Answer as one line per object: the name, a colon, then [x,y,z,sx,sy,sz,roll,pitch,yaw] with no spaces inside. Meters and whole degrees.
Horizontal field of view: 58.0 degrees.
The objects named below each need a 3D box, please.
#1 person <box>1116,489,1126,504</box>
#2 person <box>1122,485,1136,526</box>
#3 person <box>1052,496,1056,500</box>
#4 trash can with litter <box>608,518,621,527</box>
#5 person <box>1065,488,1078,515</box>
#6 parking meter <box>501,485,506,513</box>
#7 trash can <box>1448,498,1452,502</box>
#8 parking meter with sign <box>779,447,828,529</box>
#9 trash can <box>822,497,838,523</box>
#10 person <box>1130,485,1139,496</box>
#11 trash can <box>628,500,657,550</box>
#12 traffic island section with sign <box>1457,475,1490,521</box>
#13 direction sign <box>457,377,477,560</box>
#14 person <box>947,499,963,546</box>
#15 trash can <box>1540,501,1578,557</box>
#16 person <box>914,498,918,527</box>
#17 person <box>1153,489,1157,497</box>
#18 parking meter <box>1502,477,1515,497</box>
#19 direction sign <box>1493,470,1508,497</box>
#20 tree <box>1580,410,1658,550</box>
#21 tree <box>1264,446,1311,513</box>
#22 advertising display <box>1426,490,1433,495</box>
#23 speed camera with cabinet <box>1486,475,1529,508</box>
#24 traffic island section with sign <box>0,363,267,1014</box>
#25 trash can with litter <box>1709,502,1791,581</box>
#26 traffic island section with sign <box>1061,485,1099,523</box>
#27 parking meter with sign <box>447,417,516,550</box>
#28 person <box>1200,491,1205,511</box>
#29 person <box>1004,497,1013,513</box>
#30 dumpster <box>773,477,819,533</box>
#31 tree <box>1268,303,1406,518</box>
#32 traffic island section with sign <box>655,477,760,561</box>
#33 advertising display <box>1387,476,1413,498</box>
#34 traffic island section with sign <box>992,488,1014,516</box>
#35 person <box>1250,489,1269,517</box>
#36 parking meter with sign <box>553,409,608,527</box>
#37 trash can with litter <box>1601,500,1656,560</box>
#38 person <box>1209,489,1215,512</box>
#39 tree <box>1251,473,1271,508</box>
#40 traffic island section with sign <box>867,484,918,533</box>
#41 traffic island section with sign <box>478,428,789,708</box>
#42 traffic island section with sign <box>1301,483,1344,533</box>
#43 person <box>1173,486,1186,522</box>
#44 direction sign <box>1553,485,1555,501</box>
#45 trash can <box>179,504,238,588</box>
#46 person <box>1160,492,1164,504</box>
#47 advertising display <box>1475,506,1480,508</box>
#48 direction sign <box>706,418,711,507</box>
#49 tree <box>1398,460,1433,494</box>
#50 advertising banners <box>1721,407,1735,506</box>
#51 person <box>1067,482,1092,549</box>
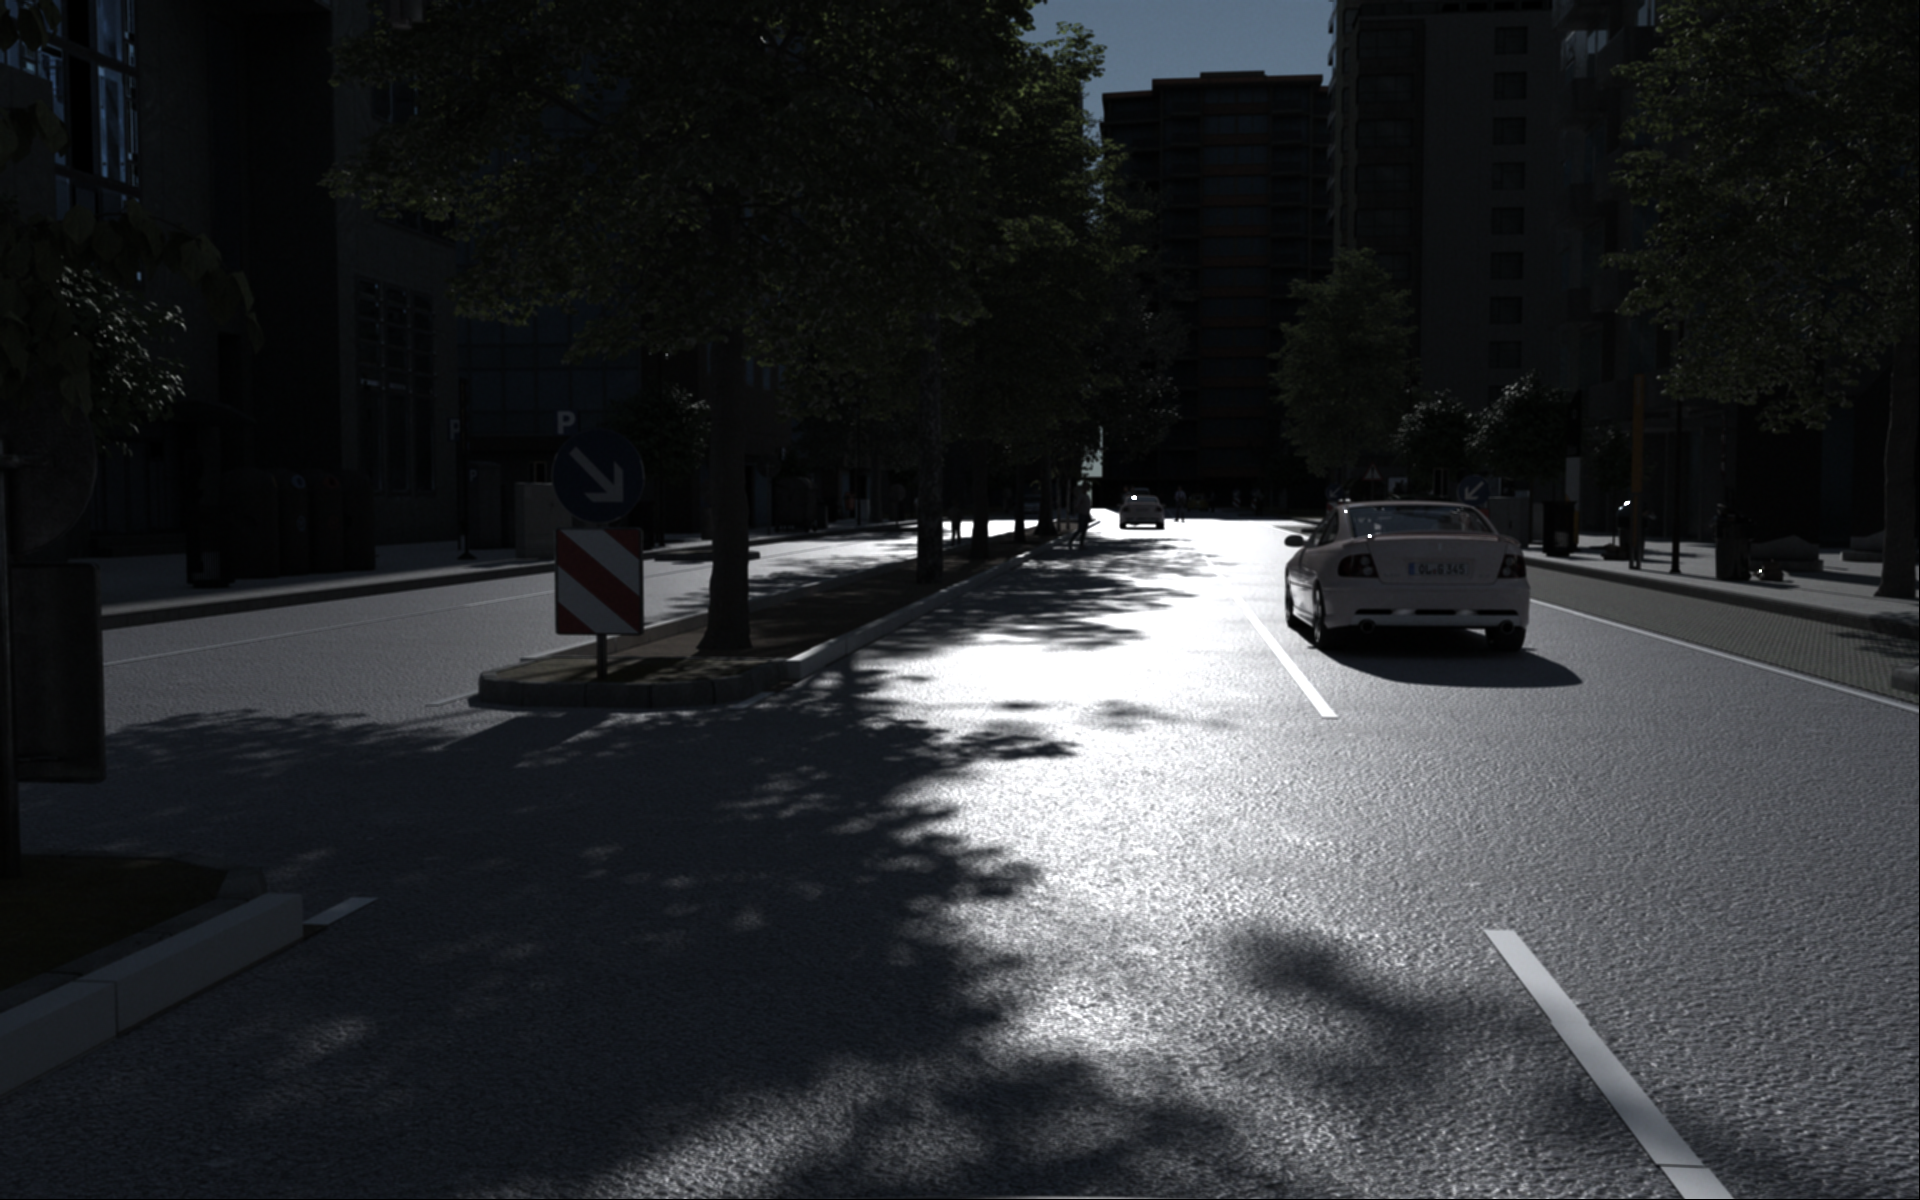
person: [12.735,-7.728,134.849,1.348,1.824,0.705,3,5,43]
person: [7.362,-4.134,76.192,0.778,1.811,0.616,0,4,0]
person: [8.210,-9.096,157.935,1.217,1.735,0.721,3,4,38]
trash can with litter: [-7.946,-1.656,38.463,0.624,1.170,1.055,-2,4,-33]
person: [7.698,-6.769,119.187,1.348,1.822,0.705,-3,5,-39]
parking meter: [-12.813,-2.432,48.181,0.372,1.533,0.369,0,3,0]
trash can: [17.656,-3.171,63.493,0.748,1.137,0.748,0,3,0]
parking meter with sign: [-5.779,-4.156,64.210,1.738,3.016,0.543,1,4,11]
trash can: [-5.865,-4.068,78.172,0.748,1.137,0.748,0,3,0]
person: [8.310,-4.528,82.334,0.655,1.846,0.447,-1,4,-21]
trash can: [-7.311,-1.717,39.719,0.748,1.137,0.748,0,3,0]
traffic island section with sign: [10.520,-1.693,36.312,1.989,1.847,2.006,0,4,6]
direction sign: [-9.690,-2.565,33.930,0.379,3.537,0.876,0,4,-6]
person: [-0.130,-2.115,47.345,0.475,1.303,0.640,1,4,10]
trash can: [12.349,-1.473,35.739,0.748,1.137,0.748,0,3,0]
person: [-1.748,-3.977,76.126,0.523,1.515,0.503,2,4,28]
person: [14.890,-7.583,132.508,0.705,1.821,1.348,1,4,22]
parking meter: [19.017,-3.326,60.097,0.255,1.863,0.399,-3,4,-38]
direction sign: [24.894,-5.358,79.604,0.876,3.537,0.379,-1,4,-15]
tree: [15.233,-2.789,40.208,1.663,3.219,1.824,0,3,0]
tree: [22.245,-8.175,117.374,4.285,4.588,4.351,0,3,0]
advertising display: [22.598,-4.768,83.164,0.123,1.923,0.974,0,4,-6]
speed camera with cabinet: [26.584,-5.483,83.983,2.038,3.252,0.660,2,4,34]
traffic island section with sign: [-3.255,0.180,5.196,2.006,1.907,1.989,0,4,6]
trash can with litter: [11.785,-0.884,25.846,1.055,1.170,0.624,1,4,10]
traffic island section with sign: [5.992,-4.837,87.224,2.006,1.907,1.989,0,4,6]
parking meter with sign: [-11.010,-2.686,40.176,0.543,3.016,1.738,2,4,31]
person: [20.482,-8.373,146.312,0.530,1.710,0.541,1,4,17]
person: [3.303,-6.669,118.228,0.721,1.739,1.217,2,4,31]
dumpster: [-5.522,-3.206,58.183,1.264,1.857,1.865,0,4,6]
tree: [20.133,-10.214,92.762,9.928,11.665,9.643,0,3,0]
traffic island section with sign: [-5.470,-1.797,38.003,1.989,1.847,2.006,0,4,6]
advertising display: [15.786,-3.485,62.196,0.974,1.923,0.123,3,5,43]
traffic island section with sign: [3.169,-6.486,114.676,1.989,1.847,2.006,0,4,6]
person: [19.098,-6.197,110.557,1.217,1.736,0.721,1,4,9]
parking meter with sign: [-7.931,-2.460,36.490,0.543,3.016,1.738,1,4,11]
trash can with litter: [13.028,-1.371,33.797,1.055,1.170,0.624,-3,4,-37]
person: [19.727,-7.765,135.440,0.705,1.826,1.348,1,4,17]
tree: [27.552,-10.102,159.775,1.663,3.219,1.824,0,3,0]
traffic island section with sign: [-2.381,-3.470,65.357,1.989,1.847,2.006,0,4,6]
traffic island section with sign: [-2.415,-0.270,12.555,2.006,1.907,1.989,0,4,6]
traffic island section with sign: [13.607,-3.372,63.759,1.989,1.847,2.006,0,4,6]
person: [11.351,-4.984,89.853,0.709,1.838,0.599,2,4,30]
direction sign: [25.706,-5.072,74.927,0.876,3.537,0.379,3,4,37]
trash can: [-10.276,-0.739,23.731,0.748,1.137,0.748,0,3,0]
person: [19.037,-9.374,163.242,0.415,1.643,0.593,1,4,22]
advertising display: [18.619,-3.501,62.452,0.123,1.923,0.974,1,4,8]
direction sign: [-7.434,-3.639,51.496,0.379,3.537,0.876,-1,4,-18]
tree: [18.096,-4.518,68.476,1.663,3.219,1.824,0,3,0]
advertising banners: [15.807,-2.410,35.595,0.090,3.025,2.074,2,4,33]
person: [3.051,-2.176,44.754,0.598,1.740,0.731,1,4,21]
